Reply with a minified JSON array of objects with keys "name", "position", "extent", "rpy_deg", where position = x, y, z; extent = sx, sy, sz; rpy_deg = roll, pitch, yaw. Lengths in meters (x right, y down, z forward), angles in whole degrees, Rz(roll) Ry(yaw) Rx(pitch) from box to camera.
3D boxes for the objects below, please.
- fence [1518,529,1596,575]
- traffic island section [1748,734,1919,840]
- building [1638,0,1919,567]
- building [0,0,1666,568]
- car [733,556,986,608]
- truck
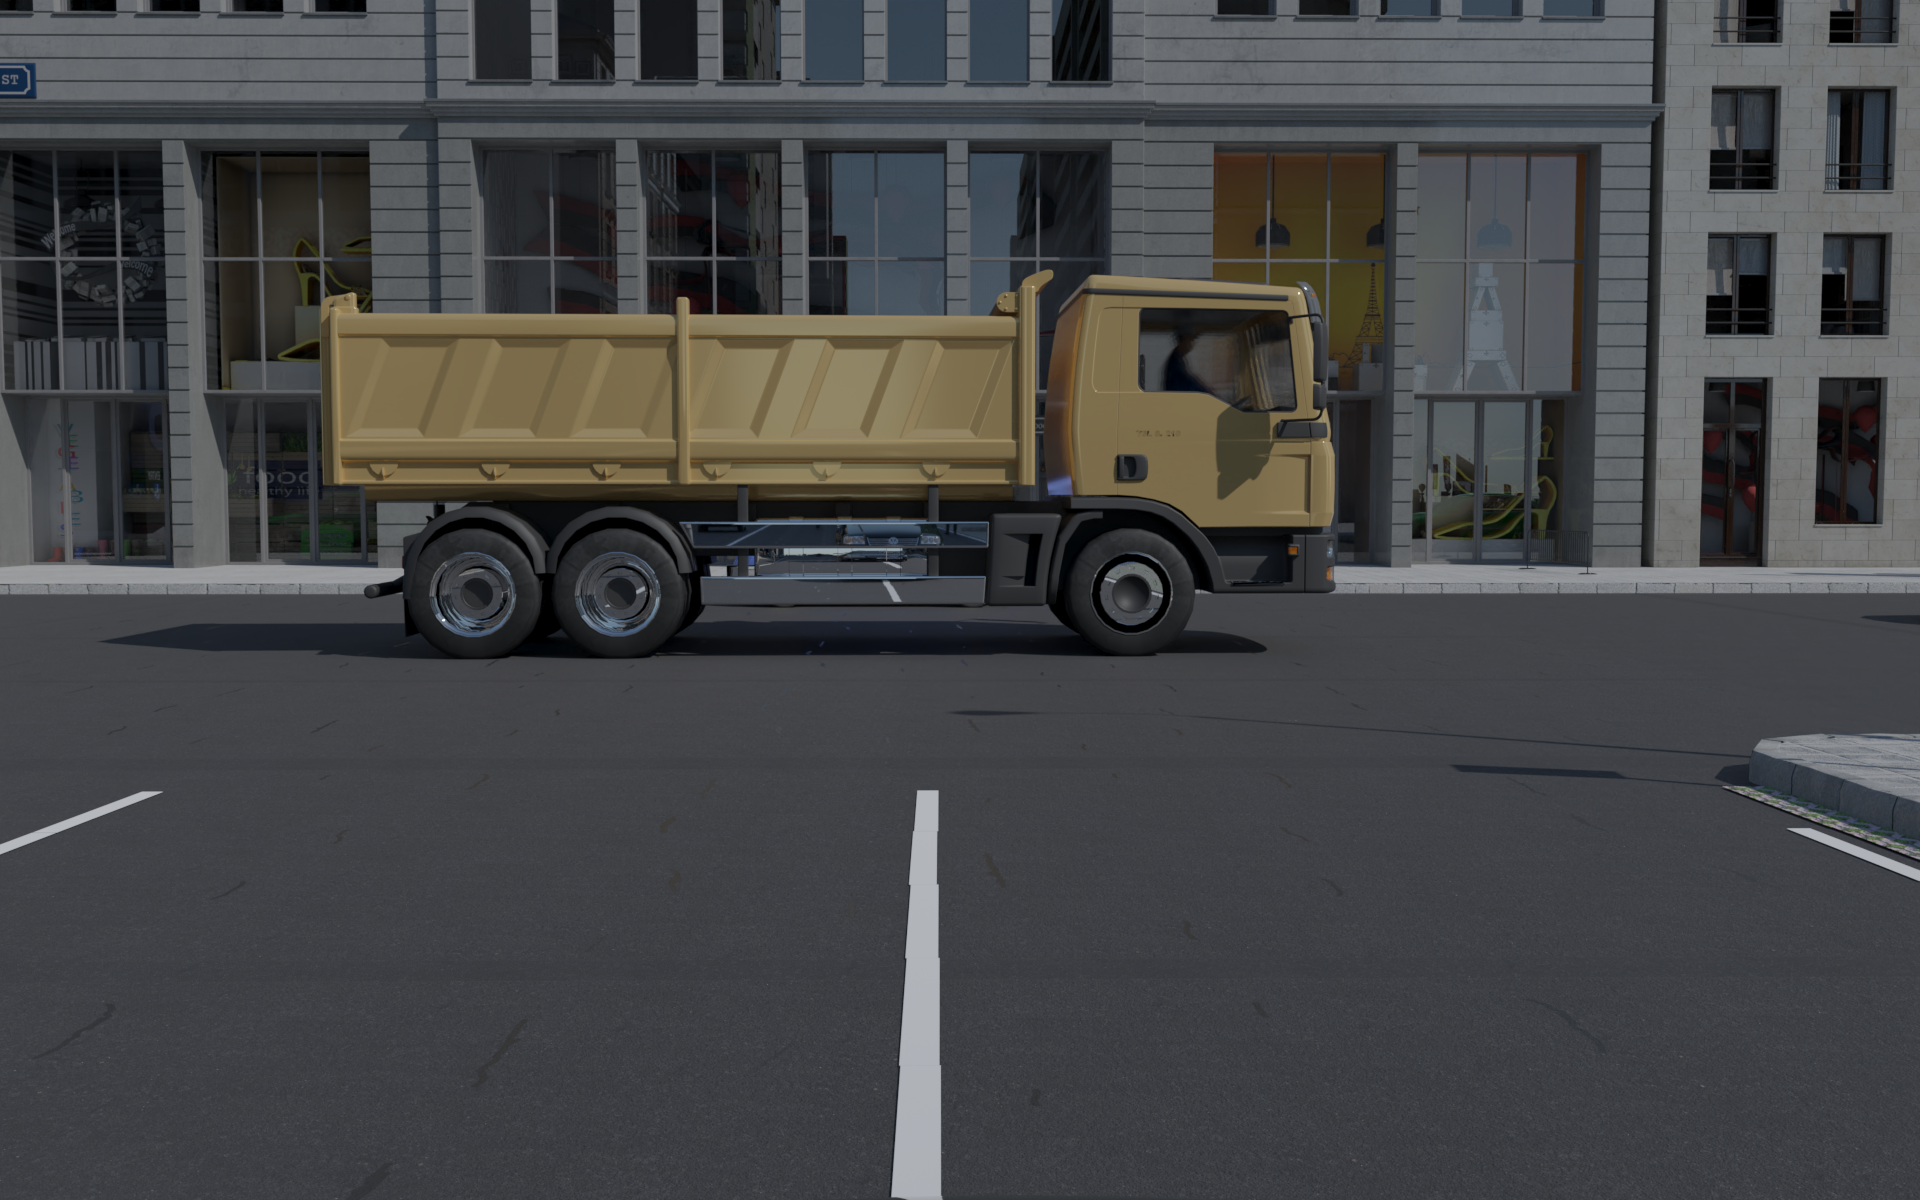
[{"name":"fence","position":[9.853,-0.808,28.592],"extent":[0.278,0.683,2.069],"rpy_deg":[-1,4,-9]},{"name":"traffic island section","position":[4.941,0.887,7.782],"extent":[2.009,0.180,2.903],"rpy_deg":[0,4,-1]},{"name":"building","position":[20.444,-11.016,34.863],"extent":[16.860,20.320,10.420],"rpy_deg":[0,4,-1]},{"name":"building","position":[-2.920,-15.718,34.485],"extent":[29.804,29.767,11.434],"rpy_deg":[0,4,-1]},{"name":"car","position":[-1.126,-0.795,22.587],"extent":[3.694,1.707,1.945],"rpy_deg":[0,3,0]},{"name":"truck","position":[-0.658,-1.244,16.261],"extent":[9.791,3.379,3.469],"rpy_deg":[0,4,-2]}]
